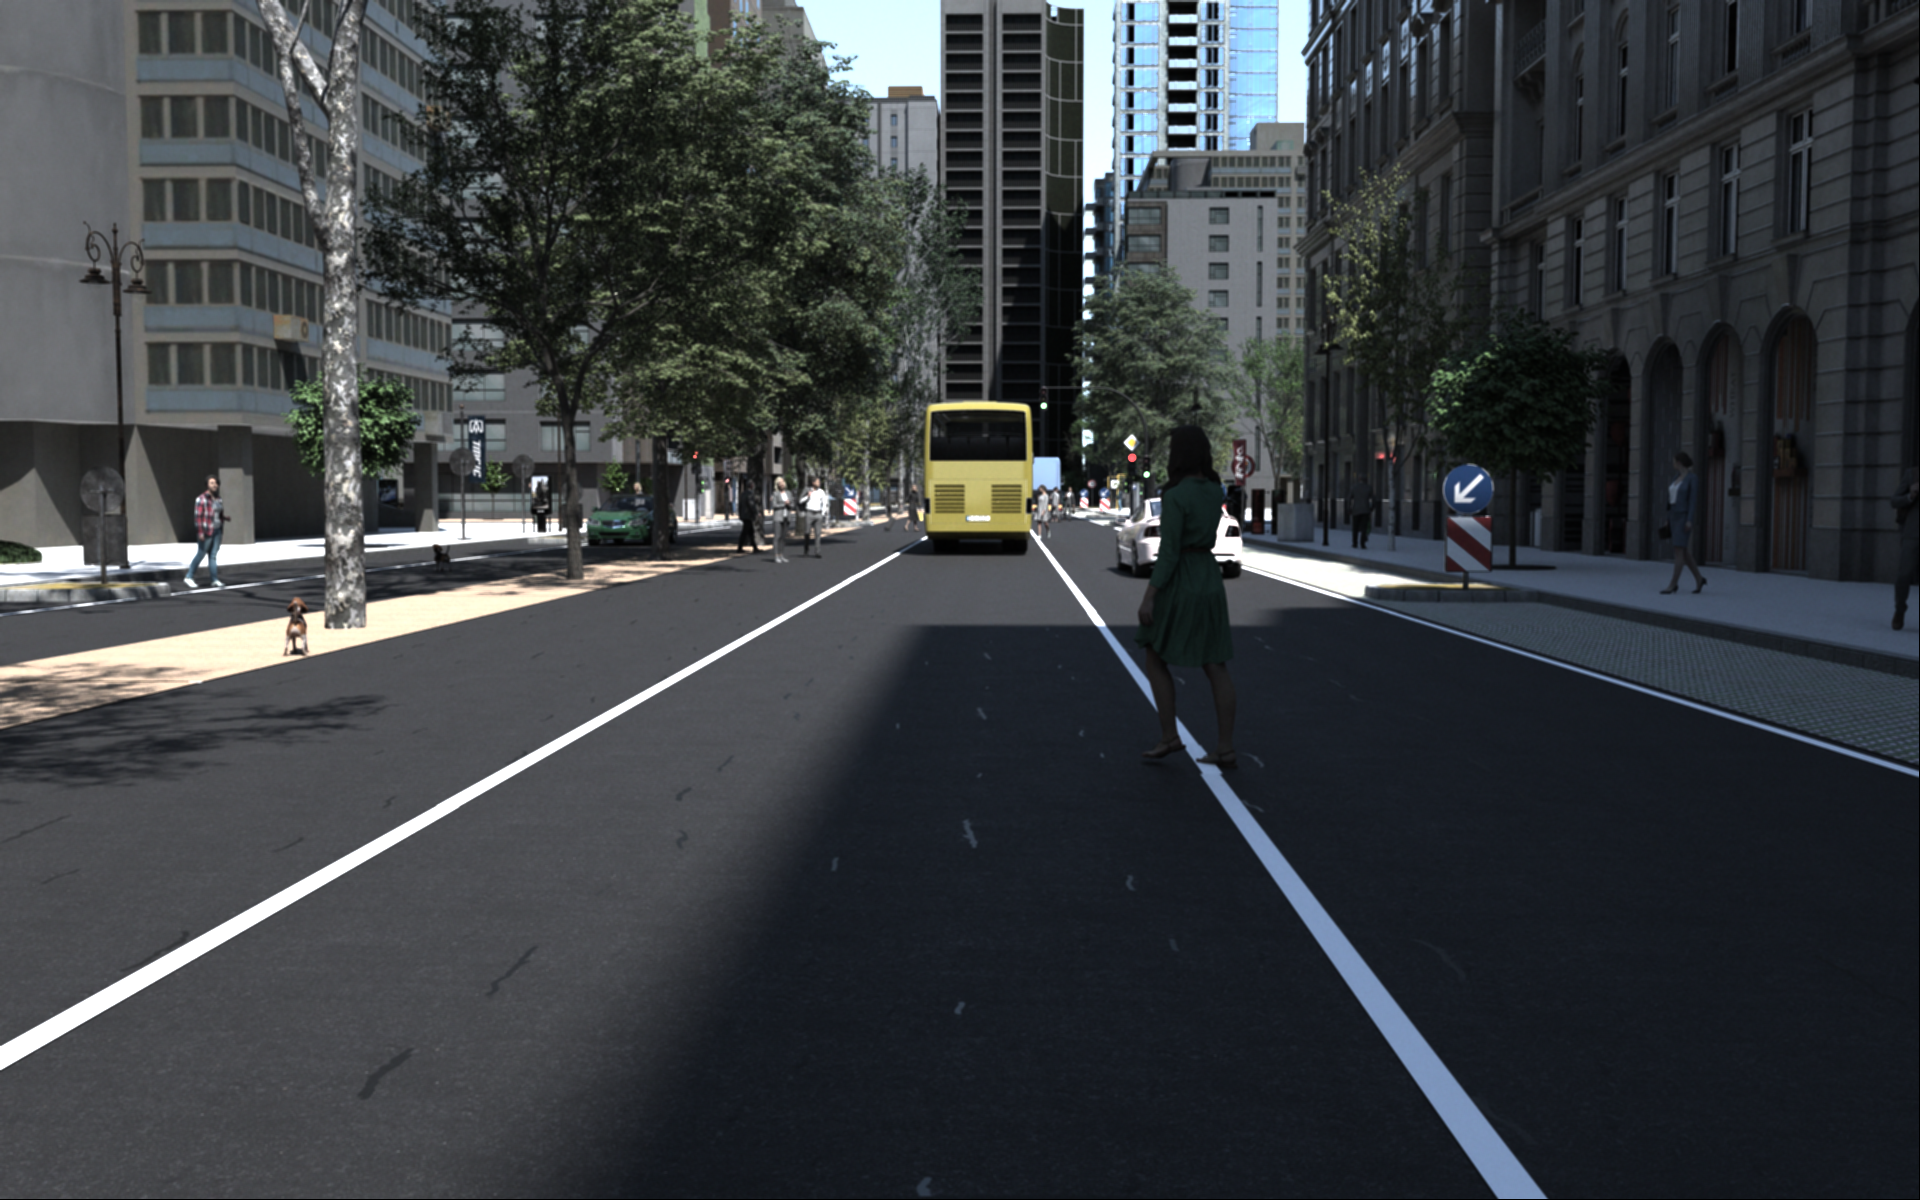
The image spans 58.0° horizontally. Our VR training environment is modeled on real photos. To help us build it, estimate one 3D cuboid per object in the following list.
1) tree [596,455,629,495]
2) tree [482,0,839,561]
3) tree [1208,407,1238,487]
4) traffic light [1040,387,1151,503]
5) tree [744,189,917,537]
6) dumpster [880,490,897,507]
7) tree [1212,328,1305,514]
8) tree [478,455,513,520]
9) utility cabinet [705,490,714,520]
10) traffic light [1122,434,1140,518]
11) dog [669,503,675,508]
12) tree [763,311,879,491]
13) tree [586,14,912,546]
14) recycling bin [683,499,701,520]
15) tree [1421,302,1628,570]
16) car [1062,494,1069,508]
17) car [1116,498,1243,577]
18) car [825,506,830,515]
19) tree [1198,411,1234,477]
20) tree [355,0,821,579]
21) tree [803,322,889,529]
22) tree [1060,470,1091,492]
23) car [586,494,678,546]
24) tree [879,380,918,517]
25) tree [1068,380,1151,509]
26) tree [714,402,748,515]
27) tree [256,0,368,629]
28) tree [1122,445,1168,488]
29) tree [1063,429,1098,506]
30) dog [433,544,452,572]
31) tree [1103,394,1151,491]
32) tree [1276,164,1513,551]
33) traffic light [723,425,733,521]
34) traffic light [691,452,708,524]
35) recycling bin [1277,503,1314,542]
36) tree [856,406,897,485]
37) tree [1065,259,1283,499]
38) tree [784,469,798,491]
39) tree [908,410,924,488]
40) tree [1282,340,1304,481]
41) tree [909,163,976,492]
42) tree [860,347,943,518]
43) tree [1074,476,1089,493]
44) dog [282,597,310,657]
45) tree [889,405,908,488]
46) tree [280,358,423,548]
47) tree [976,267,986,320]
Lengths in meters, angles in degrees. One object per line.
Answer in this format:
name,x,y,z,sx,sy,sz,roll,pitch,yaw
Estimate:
tree,-17.227,-5.582,85.859,1.663,3.219,1.824,0,3,0
tree,-6.513,-7.130,37.157,7.486,12.596,7.792,0,3,0
tree,20.969,-11.864,144.346,4.737,8.622,4.395,0,3,0
traffic light,5.753,-6.034,73.317,4.771,5.953,1.251,0,4,1
tree,-5.225,-7.897,57.329,9.928,11.665,9.643,0,3,0
dumpster,-8.006,-11.352,193.812,1.865,1.857,1.264,0,4,0
tree,20.154,-11.288,110.309,9.928,11.665,9.643,0,3,0
tree,-23.204,-5.572,85.711,1.663,3.219,1.824,0,3,0
utility cabinet,-12.510,-4.757,86.462,0.318,1.500,1.173,0,4,0
traffic light,8.048,-5.656,81.388,0.839,4.253,0.868,0,4,1
dog,-14.622,-4.393,86.198,0.800,0.831,0.513,3,5,44
tree,-5.291,-6.840,64.655,4.360,8.622,3.978,0,3,0
tree,-5.687,-8.451,47.293,9.857,13.997,8.962,0,3,0
recycling bin,-13.116,-4.408,84.631,0.722,1.027,0.722,0,4,6
tree,9.640,-2.819,29.810,4.285,4.588,4.351,0,3,0
car,10.321,-10.383,178.564,1.959,1.807,4.718,0,4,2
car,3.905,-1.153,31.219,2.083,1.381,4.827,0,4,0
car,-9.905,-6.866,121.050,1.959,1.807,4.718,0,4,2
tree,21.834,-12.315,151.717,4.360,8.622,3.978,0,3,0
tree,-6.437,-5.645,29.158,8.767,10.594,7.601,0,4,1
tree,-5.311,-7.124,69.297,4.737,8.622,4.395,0,3,0
tree,14.234,-15.058,229.917,4.285,4.588,4.351,0,3,0
car,-9.320,-2.305,49.479,2.131,1.459,4.920,0,4,3
tree,-4.642,-9.577,109.398,4.360,8.622,3.978,0,3,0
tree,13.018,-13.574,147.686,9.928,11.665,9.643,0,3,0
tree,-13.616,-9.518,105.976,4.360,8.622,3.978,0,3,0
tree,-7.732,-9.808,18.708,12.611,20.169,13.585,0,3,0
tree,11.690,-7.704,109.680,4.285,4.588,4.351,0,3,0
tree,12.912,-14.566,188.517,4.360,8.622,3.978,0,3,0
dog,-9.588,-0.779,32.031,0.540,0.507,0.406,1,4,12
tree,11.945,-10.262,118.143,4.737,8.622,4.395,0,3,0
tree,9.811,-5.402,38.688,4.737,8.622,4.395,0,3,0
traffic light,-8.914,-6.555,81.834,4.771,5.953,1.251,0,4,1
traffic light,-11.209,-5.196,73.869,0.839,4.253,0.868,0,4,1
recycling bin,9.051,-2.088,46.696,0.722,1.027,0.722,-2,4,-32
tree,-10.230,-17.308,201.114,7.486,12.596,7.792,0,3,0
tree,10.512,-11.441,93.716,9.857,13.997,8.962,0,3,0
tree,-12.820,-8.239,129.310,1.663,3.219,1.824,0,3,0
tree,-3.751,-11.483,140.561,4.737,8.622,4.395,0,3,0
tree,29.613,-14.370,141.601,9.857,13.997,8.962,0,3,0
tree,-6.178,-14.306,92.254,12.611,20.169,13.585,0,3,0
tree,-4.153,-10.177,103.255,8.767,10.594,7.601,0,4,1
tree,12.875,-11.553,183.500,1.663,3.219,1.824,0,3,0
dog,-5.880,0.242,15.339,0.540,0.507,0.406,2,4,33
tree,-4.970,-8.012,83.816,4.737,8.622,4.395,0,3,0
tree,-14.469,-3.518,41.236,4.285,4.588,4.351,0,3,0
tree,-5.243,-15.900,118.316,12.611,20.169,13.585,0,3,0
